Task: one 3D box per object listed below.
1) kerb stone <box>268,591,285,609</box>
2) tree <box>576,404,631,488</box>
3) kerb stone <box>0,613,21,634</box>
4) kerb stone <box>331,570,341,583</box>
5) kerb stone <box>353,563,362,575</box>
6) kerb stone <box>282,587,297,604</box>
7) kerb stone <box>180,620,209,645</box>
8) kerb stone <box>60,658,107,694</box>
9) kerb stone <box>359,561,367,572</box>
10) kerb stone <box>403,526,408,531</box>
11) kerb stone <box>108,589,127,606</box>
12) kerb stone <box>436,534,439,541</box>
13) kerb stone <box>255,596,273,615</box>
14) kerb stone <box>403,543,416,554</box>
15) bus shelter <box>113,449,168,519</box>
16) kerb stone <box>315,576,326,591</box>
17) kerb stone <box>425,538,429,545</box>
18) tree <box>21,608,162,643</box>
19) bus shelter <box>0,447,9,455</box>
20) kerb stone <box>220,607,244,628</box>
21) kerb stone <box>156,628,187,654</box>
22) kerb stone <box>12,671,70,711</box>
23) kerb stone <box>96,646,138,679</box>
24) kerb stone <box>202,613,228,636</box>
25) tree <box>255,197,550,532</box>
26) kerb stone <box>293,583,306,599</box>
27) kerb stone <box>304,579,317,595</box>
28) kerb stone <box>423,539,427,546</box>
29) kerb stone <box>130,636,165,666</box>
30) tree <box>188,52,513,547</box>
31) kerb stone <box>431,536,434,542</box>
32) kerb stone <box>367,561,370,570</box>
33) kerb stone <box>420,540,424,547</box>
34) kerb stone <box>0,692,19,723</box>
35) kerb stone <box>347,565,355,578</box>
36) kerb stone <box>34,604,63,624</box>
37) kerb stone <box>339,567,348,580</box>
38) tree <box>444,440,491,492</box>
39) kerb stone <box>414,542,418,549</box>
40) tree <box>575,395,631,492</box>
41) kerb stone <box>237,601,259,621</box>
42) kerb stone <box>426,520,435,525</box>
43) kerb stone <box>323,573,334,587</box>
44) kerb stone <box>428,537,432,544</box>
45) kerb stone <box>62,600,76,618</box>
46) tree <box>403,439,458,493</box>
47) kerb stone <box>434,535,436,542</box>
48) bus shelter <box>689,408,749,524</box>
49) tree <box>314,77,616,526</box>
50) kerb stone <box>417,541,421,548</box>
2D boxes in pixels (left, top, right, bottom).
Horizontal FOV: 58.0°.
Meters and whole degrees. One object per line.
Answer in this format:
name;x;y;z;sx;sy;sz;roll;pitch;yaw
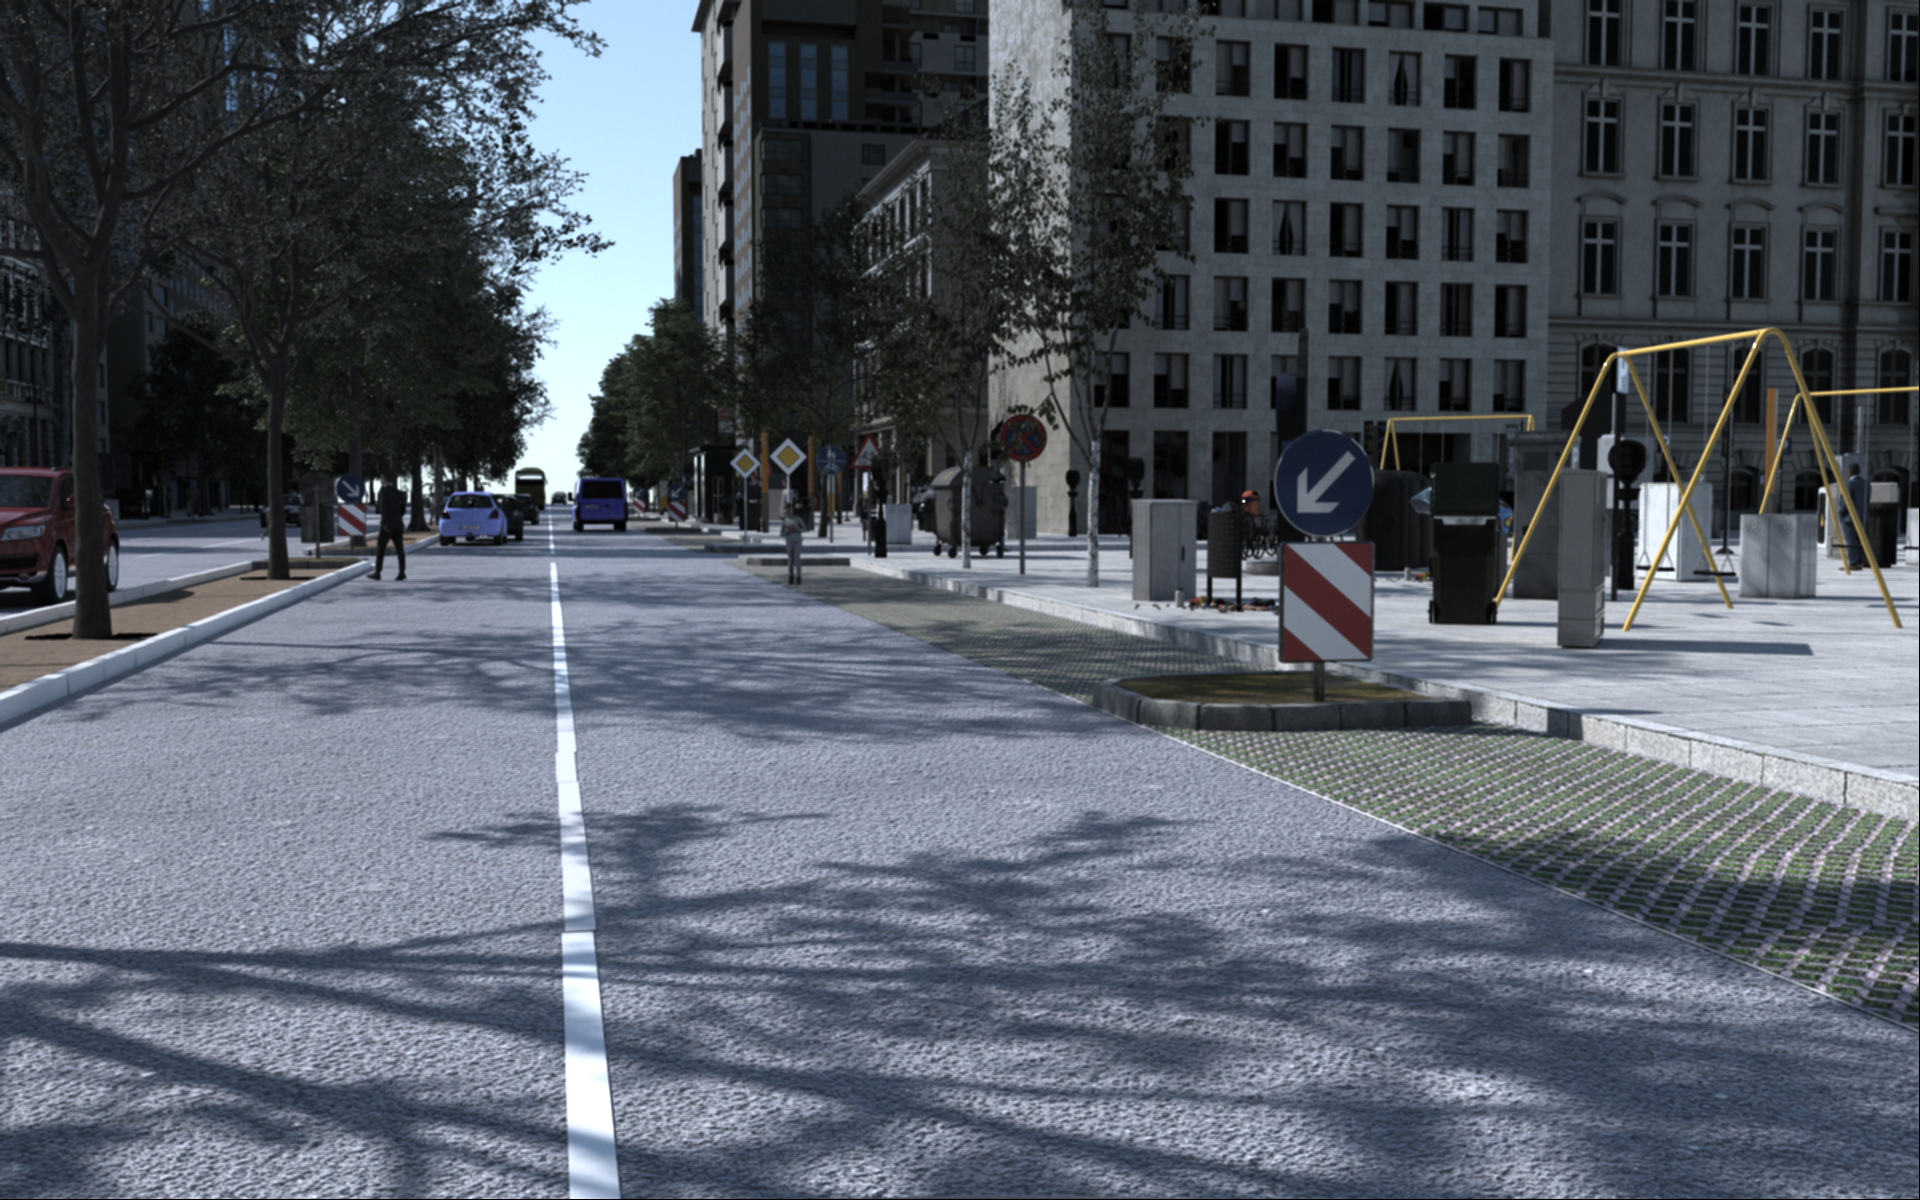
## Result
kerb stone;-8.673;0.023;21.818;0.120;0.150;1.000;-1;4;-13
tree;-40.270;-17.414;201.724;9.611;12.733;9.660;0;3;0
kerb stone;-10.003;0.239;18.344;0.120;0.150;1.000;-1;4;-13
kerb stone;-10.100;-0.342;27.813;0.120;0.150;1.000;-1;4;-13
kerb stone;-10.807;-0.527;30.807;0.120;0.150;1.000;-1;4;-13
kerb stone;-8.909;-0.039;22.829;0.120;0.150;1.000;-1;4;-13
kerb stone;-7.484;0.329;16.836;0.120;0.150;1.000;-1;4;-13
kerb stone;-6.542;0.571;12.856;0.120;0.150;1.000;-1;4;-13
kerb stone;-11.049;-0.586;31.800;0.120;0.150;1.000;-1;4;-13
kerb stone;-22.220;-2.907;69.736;0.120;0.150;1.000;-1;4;-13
kerb stone;-10.955;-0.008;22.329;0.120;0.150;1.000;-1;4;-13
kerb stone;-15.909;-1.837;52.287;0.120;0.150;1.000;-1;4;-13
kerb stone;-8.438;0.091;20.824;0.120;0.150;1.000;-1;4;-13
kerb stone;-13.777;-1.288;43.313;0.120;0.150;1.000;-1;4;-13
bus shelter;-44.193;-6.263;93.675;1.731;3.624;6.357;-1;4;-13
kerb stone;-9.621;-0.222;25.823;0.120;0.150;1.000;-1;4;-13
kerb stone;-14.963;-1.596;48.295;0.120;0.150;1.000;-1;4;-13
tree;-8.638;-6.362;16.841;12.009;13.543;11.850;0;3;0
bus shelter;-36.237;-4.194;62.494;2.014;3.302;5.546;-1;4;-13
kerb stone;-7.963;0.206;18.826;0.120;0.150;1.000;-1;4;-13
kerb stone;-7.257;0.389;15.839;0.120;0.150;1.000;-1;4;-13
kerb stone;-6.310;0.633;11.852;0.120;0.150;1.000;-1;4;-13
kerb stone;-6.778;0.510;13.851;0.120;0.150;1.000;-1;4;-13
kerb stone;-7.724;0.271;17.832;0.120;0.150;1.000;-1;4;-13
tree;-20.594;-8.926;65.406;9.611;12.733;9.660;0;3;0
kerb stone;-9.158;-0.096;23.823;0.120;0.150;1.000;-1;4;-13
kerb stone;-9.386;-0.161;24.828;0.120;0.150;1.000;-1;4;-13
kerb stone;-14.722;-1.534;47.291;0.120;0.150;1.000;-1;4;-13
kerb stone;-7.010;0.449;14.847;0.120;0.150;1.000;-1;4;-13
tree;-15.447;-7.562;44.221;7.486;12.596;7.792;0;3;0
kerb stone;-15.439;-1.718;50.289;0.120;0.150;1.000;-1;4;-13
kerb stone;-11.279;-0.647;32.797;0.120;0.150;1.000;-1;4;-13
kerb stone;-14.489;-1.474;46.296;0.120;0.150;1.000;-1;4;-13
kerb stone;-6.067;0.697;10.859;0.120;0.150;1.000;-1;4;-13
kerb stone;-10.576;-0.466;29.811;0.120;0.150;1.000;-1;4;-13
kerb stone;-10.246;0.175;19.337;0.120;0.150;1.000;-1;4;-13
kerb stone;-10.342;-0.405;28.816;0.120;0.150;1.000;-1;4;-13
tree;-24.854;-8.120;85.589;4.360;8.622;3.978;0;3;0
kerb stone;-14.022;-1.351;44.306;0.120;0.150;1.000;-1;4;-13
tree;-34.854;-15.517;179.458;9.928;11.665;9.643;0;3;0
kerb stone;-8.202;0.146;19.828;0.120;0.150;1.000;-1;4;-13
kerb stone;-25.307;-3.702;82.730;0.120;0.150;1.000;-1;4;-13
kerb stone;-9.856;-0.283;26.818;0.120;0.150;1.000;-1;4;-13
kerb stone;-15.201;-1.657;49.291;0.120;0.150;1.000;-1;4;-13
kerb stone;-10.474;0.114;20.339;0.120;0.150;1.000;-1;4;-13
tree;-26.442;-8.414;90.394;4.737;8.622;4.395;0;3;0
kerb stone;-15.686;-1.778;51.285;0.120;0.150;1.000;-1;4;-13
bus shelter;-11.101;-6.182;78.708;2.179;5.291;8.768;-1;4;-13
tree;-22.137;-13.378;77.073;12.611;20.169;13.585;0;3;0
kerb stone;-14.252;-1.413;45.301;0.120;0.150;1.000;-1;4;-13
